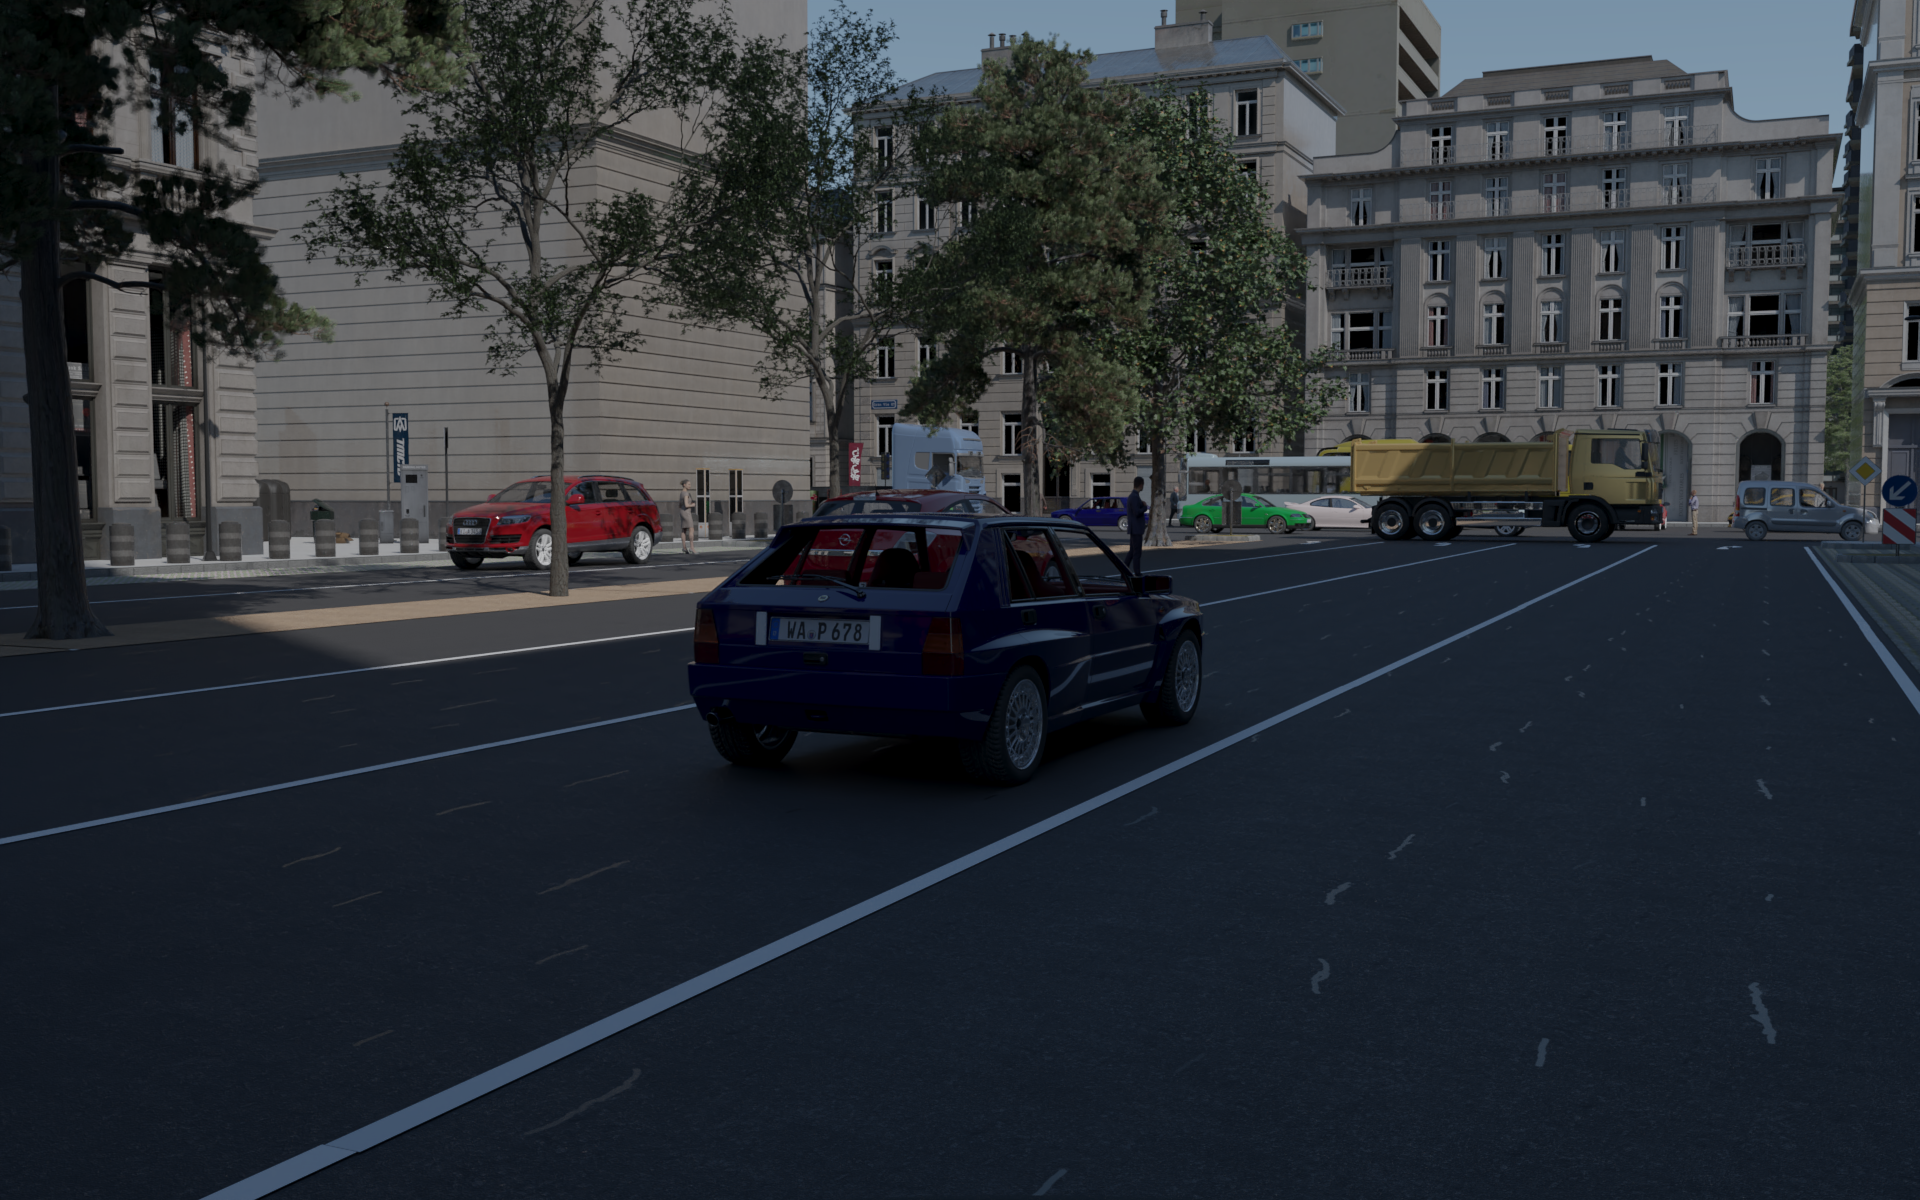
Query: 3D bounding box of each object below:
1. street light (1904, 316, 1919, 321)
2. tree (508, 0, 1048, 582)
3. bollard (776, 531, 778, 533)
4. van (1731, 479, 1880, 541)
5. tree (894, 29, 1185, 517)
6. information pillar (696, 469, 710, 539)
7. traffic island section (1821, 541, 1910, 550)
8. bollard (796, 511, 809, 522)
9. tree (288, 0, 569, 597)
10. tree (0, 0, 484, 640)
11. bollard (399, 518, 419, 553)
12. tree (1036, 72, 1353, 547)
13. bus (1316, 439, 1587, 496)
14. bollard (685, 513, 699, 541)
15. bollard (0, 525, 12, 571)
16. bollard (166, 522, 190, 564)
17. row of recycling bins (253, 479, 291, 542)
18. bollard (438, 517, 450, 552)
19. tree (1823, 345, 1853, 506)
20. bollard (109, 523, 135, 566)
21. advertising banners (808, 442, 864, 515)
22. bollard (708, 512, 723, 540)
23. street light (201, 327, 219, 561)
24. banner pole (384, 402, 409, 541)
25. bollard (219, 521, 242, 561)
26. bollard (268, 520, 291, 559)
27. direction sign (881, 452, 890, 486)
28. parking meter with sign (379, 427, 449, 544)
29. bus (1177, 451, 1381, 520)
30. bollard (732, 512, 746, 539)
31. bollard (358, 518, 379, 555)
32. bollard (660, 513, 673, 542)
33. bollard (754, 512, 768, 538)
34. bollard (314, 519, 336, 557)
[{"bbox_3d":[25.254,-4.434,45.034,1.470,5.913,1.316,2,4,25],"label":"street light"},{"bbox_3d":[-2.085,-5.779,31.363,8.767,10.594,7.601,2,4,25],"label":"tree"},{"bbox_3d":[-5.315,-2.266,51.771,0.404,0.777,0.398,0,3,0],"label":"bollard"},{"bbox_3d":[25.958,-2.826,53.222,4.112,2.044,2.013,2,4,24],"label":"van"},{"bbox_3d":[1.617,-7.046,39.713,6.751,12.117,7.091,0,3,0],"label":"tree"},{"bbox_3d":[-7.396,-2.777,49.894,0.304,2.012,0.304,1,4,20],"label":"information pillar"},{"bbox_3d":[23.896,-1.438,45.786,2.009,0.180,2.903,2,4,25],"label":"traffic island section"},{"bbox_3d":[-4.806,-2.333,52.860,0.404,0.777,0.398,0,3,0],"label":"bollard"},{"bbox_3d":[-5.421,-5.337,24.126,8.767,10.594,7.601,2,4,25],"label":"tree"},{"bbox_3d":[-8.998,-6.558,17.096,7.806,13.903,7.818,0,3,0],"label":"tree"},{"bbox_3d":[-11.941,-1.397,37.555,0.404,0.777,0.398,0,3,0],"label":"bollard"},{"bbox_3d":[5.437,-7.803,47.037,9.611,12.733,9.660,0,3,0],"label":"tree"},{"bbox_3d":[21.680,-5.268,77.674,12.252,3.916,2.896,2,4,23],"label":"bus"},{"bbox_3d":[-7.357,-1.998,47.391,0.404,0.777,0.398,0,3,0],"label":"bollard"},{"bbox_3d":[-16.014,-0.863,28.821,0.404,0.777,0.398,0,3,0],"label":"bollard"},{"bbox_3d":[-14.488,-1.062,32.088,0.404,0.777,0.398,0,3,0],"label":"bollard"},{"bbox_3d":[-19.115,-2.452,47.206,1.069,1.692,3.534,0,4,-2],"label":"row of recycling bins"},{"bbox_3d":[-11.434,-1.463,38.645,0.404,0.777,0.398,0,3,0],"label":"bollard"},{"bbox_3d":[67.354,-13.084,132.054,7.486,12.596,7.792,0,3,0],"label":"tree"},{"bbox_3d":[-15.000,-0.996,31.001,0.404,0.777,0.398,0,3,0],"label":"bollard"},{"bbox_3d":[-4.276,-3.816,58.585,2.074,3.025,0.090,-1,4,-10],"label":"advertising banners"},{"bbox_3d":[-6.848,-2.065,48.480,0.404,0.777,0.398,0,3,0],"label":"bollard"},{"bbox_3d":[-13.896,-3.685,32.793,1.470,5.913,1.316,2,4,25],"label":"street light"},{"bbox_3d":[-15.318,-3.487,47.026,0.863,3.779,0.401,1,4,11],"label":"banner pole"},{"bbox_3d":[-13.980,-1.129,33.184,0.404,0.777,0.398,0,3,0],"label":"bollard"},{"bbox_3d":[-13.472,-1.196,34.273,0.404,0.777,0.398,0,3,0],"label":"bollard"},{"bbox_3d":[-4.031,-6.215,93.615,0.379,3.537,0.876,-2,4,-33],"label":"direction sign"},{"bbox_3d":[-14.191,-2.980,44.989,1.738,3.016,0.543,-1,4,-19],"label":"parking meter with sign"},{"bbox_3d":[14.904,-4.725,72.118,13.247,3.499,2.948,2,4,24],"label":"bus"},{"bbox_3d":[-6.334,-2.132,49.582,0.404,0.777,0.398,0,3,0],"label":"bollard"},{"bbox_3d":[-12.450,-1.330,36.462,0.404,0.777,0.398,0,3,0],"label":"bollard"},{"bbox_3d":[-7.867,-1.932,46.303,0.404,0.777,0.398,0,3,0],"label":"bollard"},{"bbox_3d":[-5.826,-2.199,50.676,0.404,0.777,0.398,0,3,0],"label":"bollard"},{"bbox_3d":[-12.960,-1.263,35.361,0.404,0.777,0.398,0,3,0],"label":"bollard"}]
